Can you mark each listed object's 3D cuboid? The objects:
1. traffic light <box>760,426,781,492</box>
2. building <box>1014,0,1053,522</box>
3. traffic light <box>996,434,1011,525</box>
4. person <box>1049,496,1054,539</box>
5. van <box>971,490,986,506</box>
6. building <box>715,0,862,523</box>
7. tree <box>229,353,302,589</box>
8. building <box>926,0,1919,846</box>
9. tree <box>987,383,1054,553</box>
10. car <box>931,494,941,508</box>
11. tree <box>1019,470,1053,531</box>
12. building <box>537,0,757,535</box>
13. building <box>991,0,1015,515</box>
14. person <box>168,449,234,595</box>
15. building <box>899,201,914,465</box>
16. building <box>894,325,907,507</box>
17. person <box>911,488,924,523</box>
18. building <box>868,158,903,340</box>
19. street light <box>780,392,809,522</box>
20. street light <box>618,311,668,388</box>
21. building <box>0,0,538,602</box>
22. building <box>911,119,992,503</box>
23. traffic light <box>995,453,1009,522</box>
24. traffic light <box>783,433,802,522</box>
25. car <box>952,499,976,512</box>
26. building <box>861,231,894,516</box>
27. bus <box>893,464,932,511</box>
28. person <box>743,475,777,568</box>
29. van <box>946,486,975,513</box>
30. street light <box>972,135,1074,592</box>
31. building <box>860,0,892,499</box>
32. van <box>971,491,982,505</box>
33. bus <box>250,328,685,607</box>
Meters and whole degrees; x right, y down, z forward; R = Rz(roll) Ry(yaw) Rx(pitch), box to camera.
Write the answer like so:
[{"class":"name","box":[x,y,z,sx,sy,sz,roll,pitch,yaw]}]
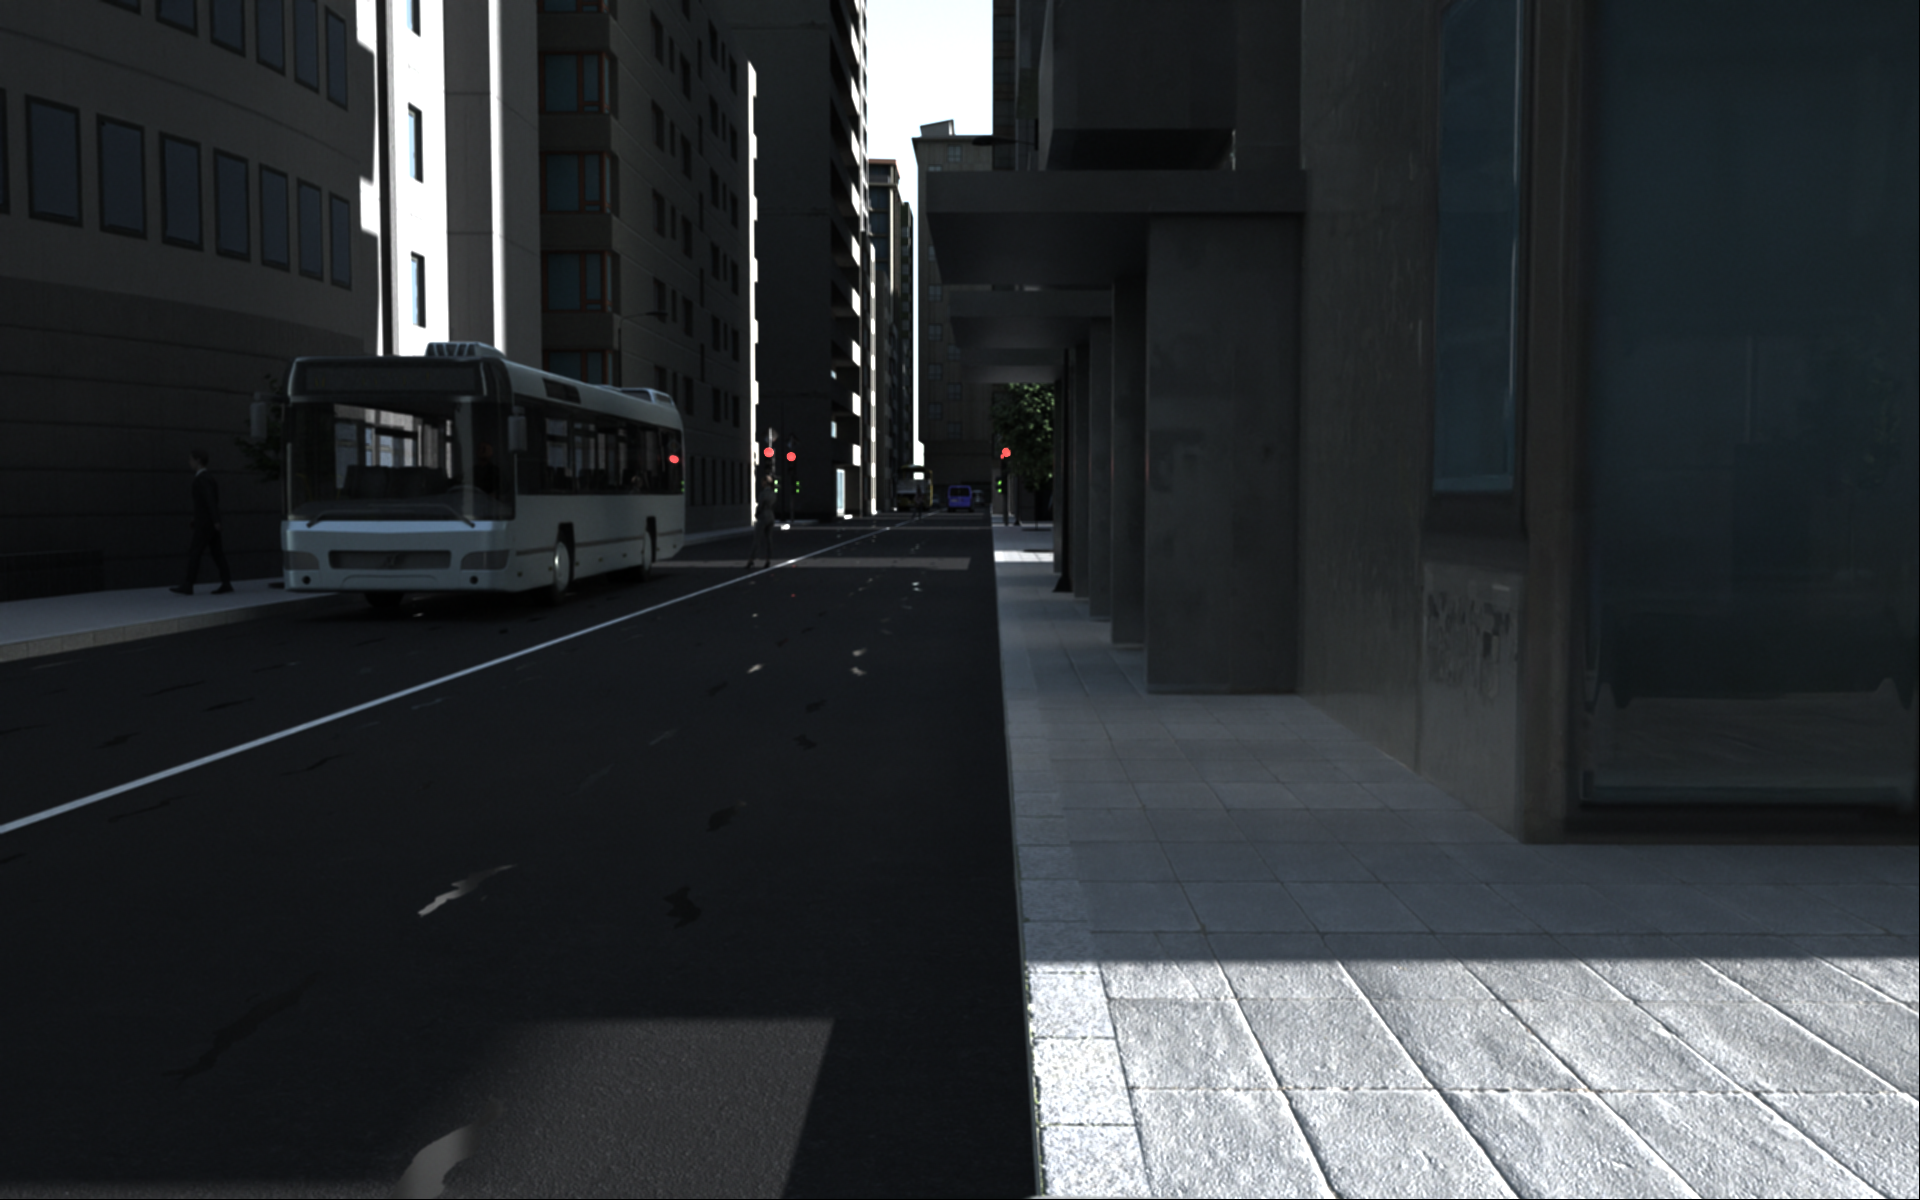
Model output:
[{"class":"traffic light","box":[-7.772,-5.019,70.975,0.839,4.253,0.868,0,4,1]},{"class":"building","box":[13.147,-39.759,88.307,20.611,71.187,20.563,0,4,1]},{"class":"traffic light","box":[1.888,-5.010,70.827,0.839,4.253,0.868,0,4,1]},{"class":"person","box":[2.838,-2.642,49.109,0.638,1.841,0.748,-1,4,-16]},{"class":"van","box":[2.080,-12.050,204.021,2.013,2.044,4.112,0,4,2]},{"class":"building","box":[-16.856,-28.806,94.685,21.300,48.544,21.600,0,4,1]},{"class":"tree","box":[-9.146,-1.787,23.815,1.663,3.219,1.824,0,3,0]},{"class":"building","box":[11.822,-24.340,17.567,23.786,49.044,30.456,0,4,1]},{"class":"tree","box":[2.158,-3.350,38.482,4.285,4.588,4.351,0,3,0]},{"class":"car","box":[-2.920,-10.069,176.624,2.014,1.417,4.499,0,4,-1]},{"class":"tree","box":[2.674,-4.048,60.779,1.663,3.219,1.824,0,3,0]},{"class":"building","box":[-23.058,-13.018,57.881,28.899,21.520,27.650,0,4,1]},{"class":"building","box":[9.096,-26.203,112.017,14.154,41.232,14.086,0,4,1]},{"class":"person","box":[-9.690,-0.995,22.095,0.755,1.850,0.659,0,4,-7]},{"class":"building","box":[-13.640,-34.283,244.118,14.086,41.232,14.154,0,4,1]},{"class":"building","box":[-20.312,-21.069,189.515,27.650,21.520,28.899,0,4,1]},{"class":"person","box":[-2.135,-4.739,86.579,0.643,1.750,0.593,2,4,30]},{"class":"building","box":[-20.278,-34.521,219.050,28.867,44.769,22.147,0,4,1]},{"class":"street light","box":[-7.573,-6.526,79.234,1.470,5.913,1.316,0,4,1]},{"class":"street light","box":[-8.089,-4.373,44.043,1.470,5.913,1.316,0,4,1]},{"class":"building","box":[-20.851,-29.641,26.626,21.231,58.520,28.212,0,4,1]},{"class":"building","box":[7.316,-40.506,251.519,27.495,52.752,28.713,0,4,1]},{"class":"traffic light","box":[2.024,-5.498,78.810,0.839,4.253,0.868,0,4,1]},{"class":"traffic light","box":[-7.636,-5.507,78.959,0.839,4.253,0.868,0,4,1]},{"class":"car","box":[0.242,-7.736,138.486,2.014,1.417,4.499,0,4,1]},{"class":"building","box":[-19.756,-17.352,128.752,27.650,21.520,28.899,0,4,1]},{"class":"bus","box":[-3.888,-9.537,147.483,2.896,3.916,12.252,0,4,1]},{"class":"person","box":[-3.866,-1.513,33.513,0.573,1.790,0.520,1,4,15]},{"class":"van","box":[-0.006,-7.844,132.630,2.240,2.365,5.245,0,4,1]},{"class":"street light","box":[0.852,-3.061,22.584,1.470,5.913,1.316,0,4,1]},{"class":"building","box":[-17.004,-44.341,163.231,20.563,71.187,20.611,0,4,1]},{"class":"van","box":[2.111,-13.393,225.993,2.013,2.044,4.112,0,4,1]},{"class":"bus","box":[-6.297,-1.835,24.868,2.948,3.499,13.247,0,4,0]}]
